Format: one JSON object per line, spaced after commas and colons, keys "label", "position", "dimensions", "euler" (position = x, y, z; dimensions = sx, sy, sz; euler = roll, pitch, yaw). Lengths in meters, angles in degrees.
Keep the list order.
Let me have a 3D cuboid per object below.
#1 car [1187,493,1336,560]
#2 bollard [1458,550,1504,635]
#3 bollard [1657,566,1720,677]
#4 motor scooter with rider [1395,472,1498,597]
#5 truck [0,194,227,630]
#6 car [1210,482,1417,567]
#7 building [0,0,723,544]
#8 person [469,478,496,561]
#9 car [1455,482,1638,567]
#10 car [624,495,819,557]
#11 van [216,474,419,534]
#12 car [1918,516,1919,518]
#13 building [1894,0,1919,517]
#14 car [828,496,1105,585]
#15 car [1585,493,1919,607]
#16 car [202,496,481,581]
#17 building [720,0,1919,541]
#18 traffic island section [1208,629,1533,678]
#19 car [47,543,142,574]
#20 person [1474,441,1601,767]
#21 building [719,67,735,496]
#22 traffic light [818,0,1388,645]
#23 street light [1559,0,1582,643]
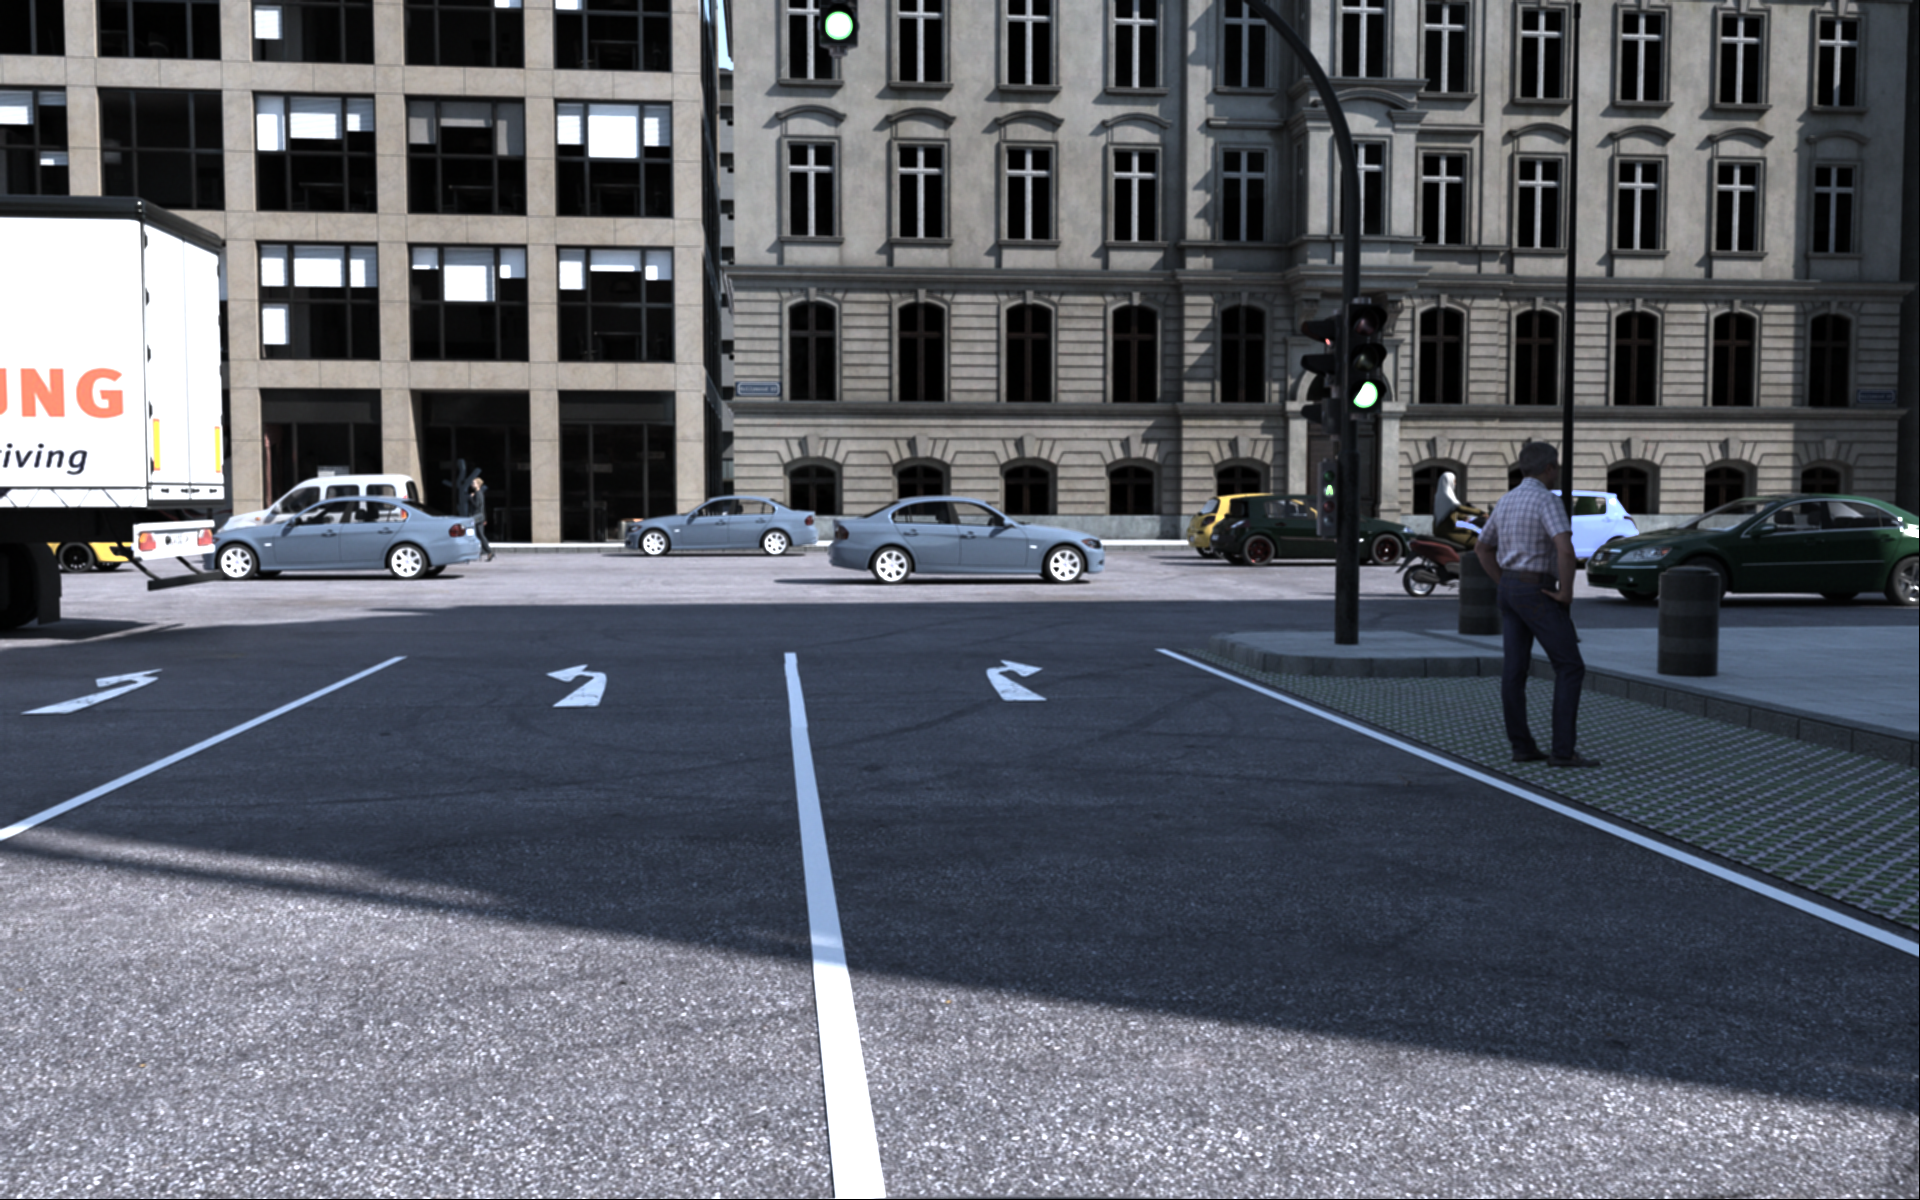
{"label": "car", "position": [7.106, -1.741, 38.696], "dimensions": [3.980, 1.641, 2.015], "euler": [0, 4, -5]}
{"label": "bollard", "position": [4.790, -0.073, 15.913], "dimensions": [0.404, 0.777, 0.398], "euler": [0, 3, 0]}
{"label": "bollard", "position": [5.189, 0.146, 12.334], "dimensions": [0.404, 0.777, 0.398], "euler": [0, 3, 0]}
{"label": "motor scooter with rider", "position": [7.034, -0.922, 24.044], "dimensions": [1.986, 1.779, 0.876], "euler": [0, 4, -6]}
{"label": "truck", "position": [-13.391, -1.715, 16.948], "dimensions": [11.283, 4.237, 2.839], "euler": [0, 4, -7]}
{"label": "car", "position": [7.158, -1.542, 34.992], "dimensions": [4.222, 1.686, 2.009], "euler": [0, 4, -6]}
{"label": "building", "position": [-24.631, -15.139, 52.031], "dimensions": [34.151, 26.468, 19.350], "euler": [0, 4, -6]}
{"label": "person", "position": [-10.229, -1.714, 36.946], "dimensions": [0.534, 1.772, 0.576], "euler": [-2, 4, -30]}
{"label": "car", "position": [11.111, -1.457, 33.418], "dimensions": [3.694, 1.707, 1.945], "euler": [0, 4, -7]}
{"label": "car", "position": [-5.556, -1.738, 40.423], "dimensions": [4.499, 1.417, 2.014], "euler": [0, 4, -5]}
{"label": "van", "position": [-13.581, -1.818, 36.741], "dimensions": [4.112, 2.044, 2.013], "euler": [0, 4, -7]}
{"label": "car", "position": [20.169, -1.433, 32.229], "dimensions": [4.718, 1.807, 1.959], "euler": [0, 4, -8]}
{"label": "building", "position": [36.647, -12.167, 53.690], "dimensions": [16.860, 20.320, 10.420], "euler": [0, 4, -6]}
{"label": "car", "position": [0.110, -0.987, 28.142], "dimensions": [4.499, 1.417, 2.014], "euler": [0, 4, -5]}
{"label": "car", "position": [10.706, -0.669, 22.735], "dimensions": [4.920, 1.459, 2.131], "euler": [0, 4, -5]}
{"label": "car", "position": [-10.498, -1.068, 29.467], "dimensions": [4.499, 1.417, 2.014], "euler": [0, 4, -4]}
{"label": "building", "position": [10.080, -14.326, 53.316], "dimensions": [34.723, 24.649, 14.460], "euler": [0, 4, -6]}
{"label": "traffic island section", "position": [3.326, 0.453, 14.871], "dimensions": [2.009, 0.180, 2.903], "euler": [0, 4, -6]}
{"label": "car", "position": [-17.218, -1.322, 31.843], "dimensions": [3.980, 1.641, 2.015], "euler": [0, 4, -7]}
{"label": "person", "position": [3.091, 0.013, 9.222], "dimensions": [0.436, 1.711, 0.756], "euler": [-1, 4, -12]}
{"label": "building", "position": [-37.644, -38.232, 214.333], "dimensions": [27.495, 52.752, 28.713], "euler": [0, 4, -6]}
{"label": "traffic light", "position": [1.215, -2.429, 14.382], "dimensions": [4.771, 5.953, 1.251], "euler": [0, 4, -6]}
{"label": "street light", "position": [4.733, -2.590, 14.890], "dimensions": [1.470, 5.913, 1.316], "euler": [0, 4, -6]}
